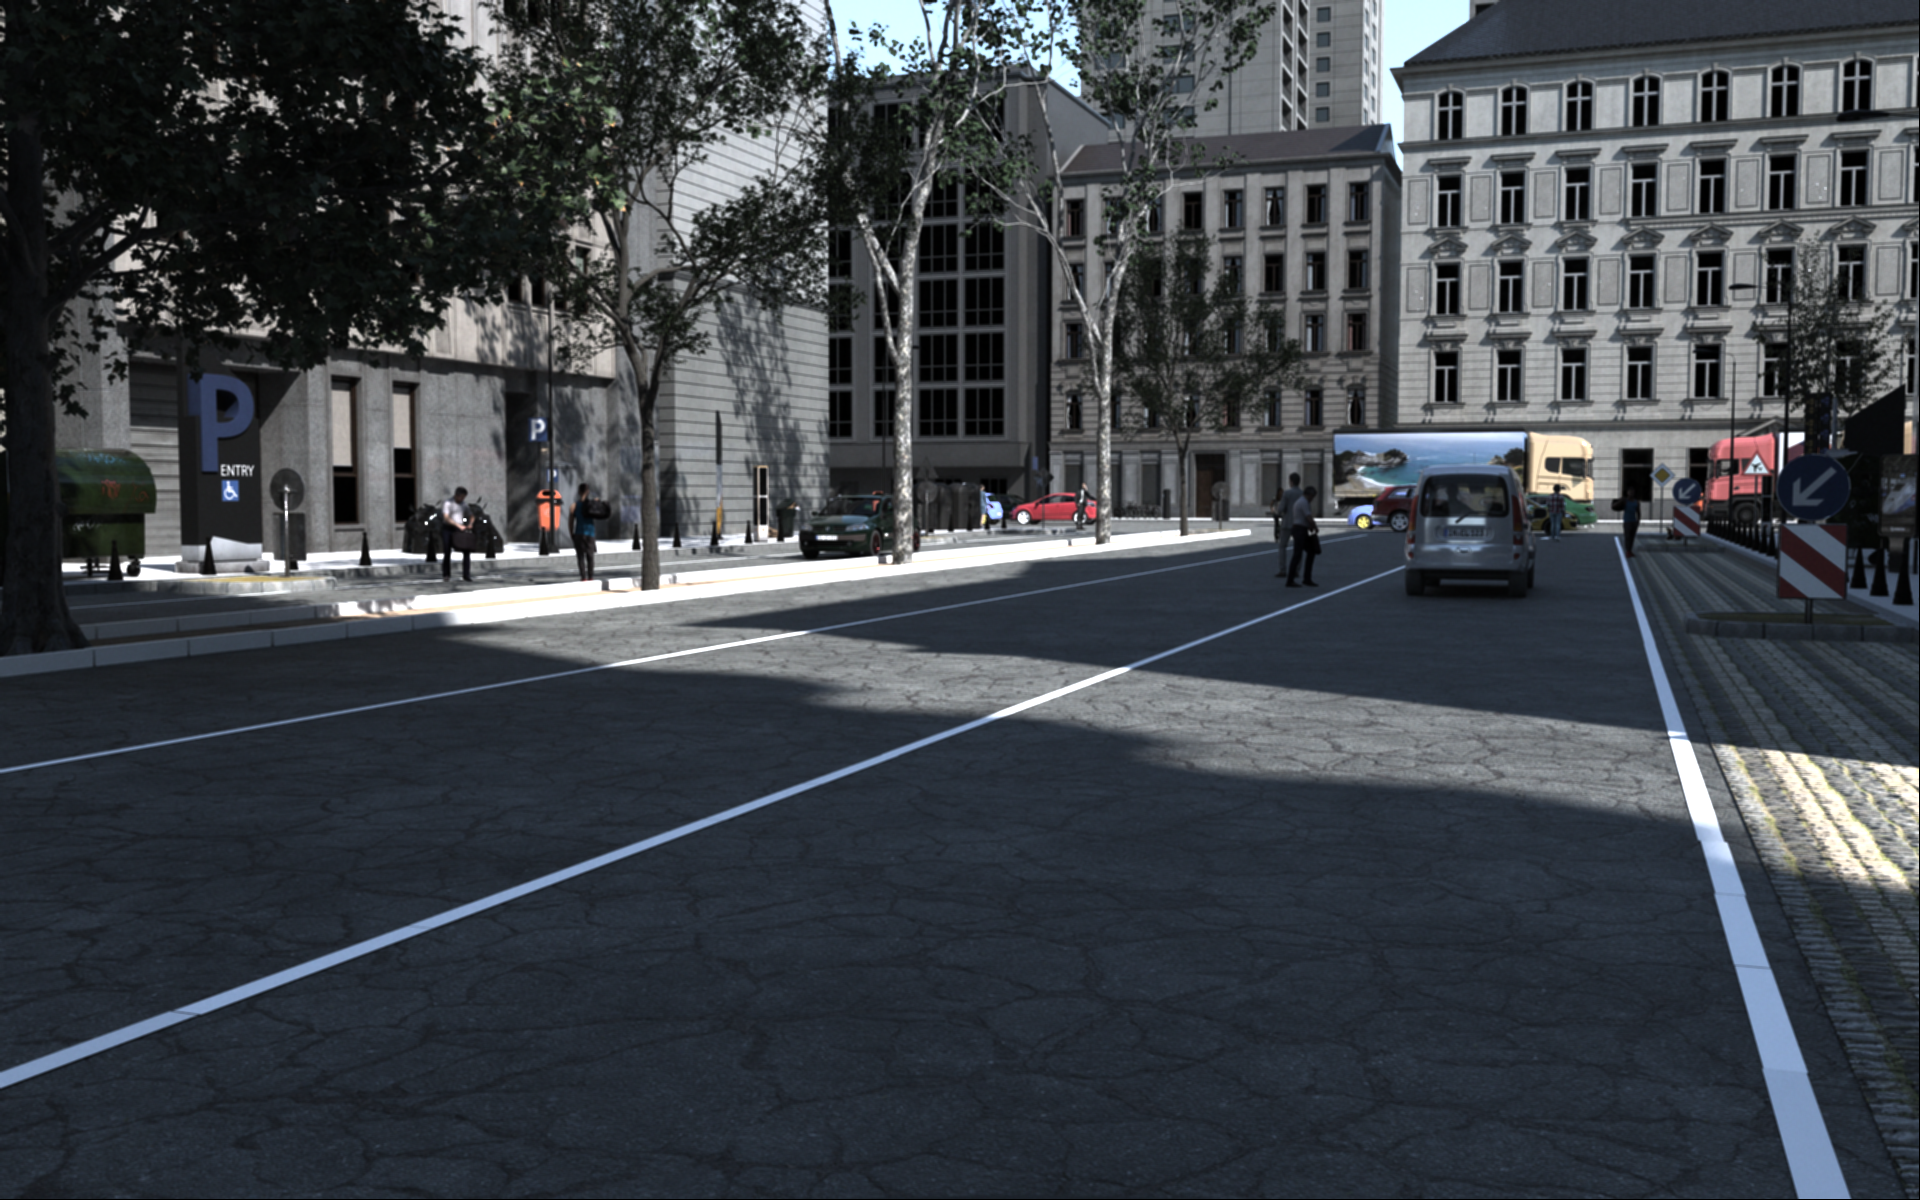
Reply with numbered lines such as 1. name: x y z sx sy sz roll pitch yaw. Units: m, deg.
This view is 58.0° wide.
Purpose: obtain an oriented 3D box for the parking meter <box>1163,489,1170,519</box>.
1. parking meter: 10.637 -4.937 89.128 0.372 1.533 0.369 0 3 0

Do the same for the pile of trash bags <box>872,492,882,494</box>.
1. pile of trash bags: -4.511 -3.430 65.839 3.447 1.369 1.912 0 4 -4

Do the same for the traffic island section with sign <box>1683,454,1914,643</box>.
1. traffic island section with sign: 8.529 -0.558 17.757 1.989 1.847 2.006 1 4 20

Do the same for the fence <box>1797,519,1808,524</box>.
1. fence: 20.392 -1.624 41.931 0.278 0.683 2.069 2 4 32

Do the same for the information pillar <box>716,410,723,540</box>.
1. information pillar: -6.780 -3.511 48.759 0.183 3.616 0.504 0 4 2

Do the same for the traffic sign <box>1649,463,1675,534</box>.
1. traffic sign: 22.736 -3.210 56.123 0.795 2.450 0.064 1 4 20

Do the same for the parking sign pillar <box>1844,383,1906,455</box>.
1. parking sign pillar: 22.455 -3.310 42.584 1.447 3.967 1.447 2 4 29

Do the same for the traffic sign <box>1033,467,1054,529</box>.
1. traffic sign: 3.055 -3.656 63.419 0.795 2.450 0.064 1 4 20

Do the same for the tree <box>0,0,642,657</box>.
1. tree: -8.143 -5.848 15.074 9.611 12.733 9.660 0 3 0

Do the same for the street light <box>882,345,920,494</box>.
1. street light: -1.894 -5.001 54.312 1.470 5.913 1.316 1 4 20

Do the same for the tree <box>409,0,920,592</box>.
1. tree: -4.226 -5.357 24.452 8.767 10.594 7.601 1 4 20

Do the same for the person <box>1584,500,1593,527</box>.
1. person: 26.910 -3.917 74.355 0.589 1.601 0.330 1 4 10

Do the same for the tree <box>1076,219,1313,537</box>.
1. tree: 7.525 -7.350 57.036 8.767 10.594 7.601 1 4 20

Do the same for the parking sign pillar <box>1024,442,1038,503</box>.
1. parking sign pillar: 3.702 -6.246 90.594 1.447 3.967 1.447 -1 4 -10

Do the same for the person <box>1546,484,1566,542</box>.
1. person: 18.023 -2.634 52.402 0.563 1.720 0.643 3 5 40

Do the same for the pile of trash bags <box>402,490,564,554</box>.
1. pile of trash bags: -10.464 -1.728 38.009 3.447 1.369 1.912 -1 4 -16

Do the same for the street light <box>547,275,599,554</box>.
1. street light: -8.289 -3.944 37.029 1.470 5.913 1.316 1 4 20

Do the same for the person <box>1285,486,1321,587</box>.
1. person: 5.325 -0.986 26.826 0.590 1.554 0.614 0 4 -1

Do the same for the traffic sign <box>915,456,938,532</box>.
1. traffic sign: -1.142 -3.580 58.541 0.884 2.594 0.081 2 4 29

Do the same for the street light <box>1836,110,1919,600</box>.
1. street light: 11.283 -2.960 20.941 1.470 5.913 1.316 1 4 20

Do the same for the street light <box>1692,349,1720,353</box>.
1. street light: 24.147 -5.073 55.477 1.470 5.913 1.316 1 4 20

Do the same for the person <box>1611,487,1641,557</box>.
1. person: 15.162 -1.772 39.342 0.647 1.594 0.662 -1 4 -11

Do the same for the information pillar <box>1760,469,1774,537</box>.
1. information pillar: 24.037 -2.879 51.570 0.304 2.012 0.304 2 4 30

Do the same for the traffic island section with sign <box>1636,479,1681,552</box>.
1. traffic island section with sign: 17.902 -2.104 43.036 1.989 1.847 2.006 1 4 20

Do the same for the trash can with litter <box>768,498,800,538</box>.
1. trash can with litter: -5.228 -2.400 50.627 0.624 1.170 1.055 3 5 40

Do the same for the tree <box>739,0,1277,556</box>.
1. tree: 3.035 -11.571 47.540 12.611 20.169 13.585 0 3 0

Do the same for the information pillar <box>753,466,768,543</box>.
1. information pillar: -5.284 -2.532 45.894 0.304 2.012 0.304 -2 4 -35

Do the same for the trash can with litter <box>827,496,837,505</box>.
1. trash can with litter: -3.933 -2.900 58.475 1.678 1.210 2.233 3 5 42

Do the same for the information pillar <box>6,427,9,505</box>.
1. information pillar: -13.306 -2.034 24.603 0.504 3.616 0.183 1 4 16

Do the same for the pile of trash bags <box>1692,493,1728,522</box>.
1. pile of trash bags: 34.728 -4.325 80.465 1.912 1.369 3.447 3 4 39

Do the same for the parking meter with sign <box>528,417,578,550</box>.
1. parking meter with sign: -9.239 -2.693 40.297 0.543 3.016 1.738 2 4 26

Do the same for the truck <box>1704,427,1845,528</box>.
1. truck: 36.832 -5.143 72.995 11.283 4.237 2.839 1 4 21

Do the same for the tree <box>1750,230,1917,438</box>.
1. tree: 23.971 -5.971 47.982 4.360 8.622 3.978 0 3 0

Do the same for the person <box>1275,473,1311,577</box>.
1. person: 5.722 -1.300 29.951 0.606 1.804 0.583 -1 4 -21

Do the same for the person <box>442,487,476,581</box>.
1. person: -8.239 -1.088 28.509 0.590 1.554 0.614 3 5 42

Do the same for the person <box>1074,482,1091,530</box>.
1. person: 4.916 -3.767 69.448 0.648 1.900 0.474 -2 4 -34

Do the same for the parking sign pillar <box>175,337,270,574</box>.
1. parking sign pillar: -12.146 -2.444 28.429 1.447 3.967 1.447 2 4 25

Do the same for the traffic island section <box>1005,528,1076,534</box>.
1. traffic island section: 3.030 -2.520 63.489 2.009 0.180 2.903 1 4 20

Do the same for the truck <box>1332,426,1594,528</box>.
1. truck: 21.691 -5.186 73.701 11.283 4.237 2.839 1 4 20

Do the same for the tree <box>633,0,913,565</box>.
1. tree: -2.002 -10.839 35.564 12.611 20.169 13.585 0 3 0

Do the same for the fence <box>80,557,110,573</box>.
1. fence: -14.506 -1.093 29.067 0.480 1.192 2.264 -2 4 -28

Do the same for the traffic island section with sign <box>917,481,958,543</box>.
1. traffic island section with sign: -1.151 -2.606 51.243 1.989 1.847 2.006 1 4 20

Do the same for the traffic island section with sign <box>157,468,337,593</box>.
1. traffic island section with sign: -10.523 -1.060 25.963 1.989 1.847 2.006 1 4 20

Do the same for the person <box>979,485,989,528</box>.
1. person: 0.853 -3.817 70.936 0.581 1.822 0.654 2 4 28

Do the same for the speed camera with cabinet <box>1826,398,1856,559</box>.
1. speed camera with cabinet: 17.907 -2.496 35.149 0.660 3.252 2.038 2 4 28

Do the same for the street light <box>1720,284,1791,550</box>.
1. street light: 17.652 -4.018 38.232 1.470 5.913 1.316 1 4 20

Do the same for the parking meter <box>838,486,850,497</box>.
1. parking meter: -3.611 -2.782 53.905 0.372 1.533 0.369 0 3 0

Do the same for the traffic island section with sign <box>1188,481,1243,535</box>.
1. traffic island section with sign: 9.123 -3.263 61.490 2.006 1.907 1.989 1 4 20

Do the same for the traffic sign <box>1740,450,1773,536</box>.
1. traffic sign: 23.443 -3.120 51.015 0.884 2.594 0.081 2 4 26

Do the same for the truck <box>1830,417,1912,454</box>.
1. truck: 36.093 -4.406 60.956 11.283 4.237 2.839 1 4 21

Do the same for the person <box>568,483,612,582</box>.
1. person: -5.737 -1.004 26.790 0.647 1.594 0.662 -2 4 -30

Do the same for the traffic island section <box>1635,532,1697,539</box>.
1. traffic island section: 22.760 -2.074 56.192 2.009 0.180 2.903 1 4 20
